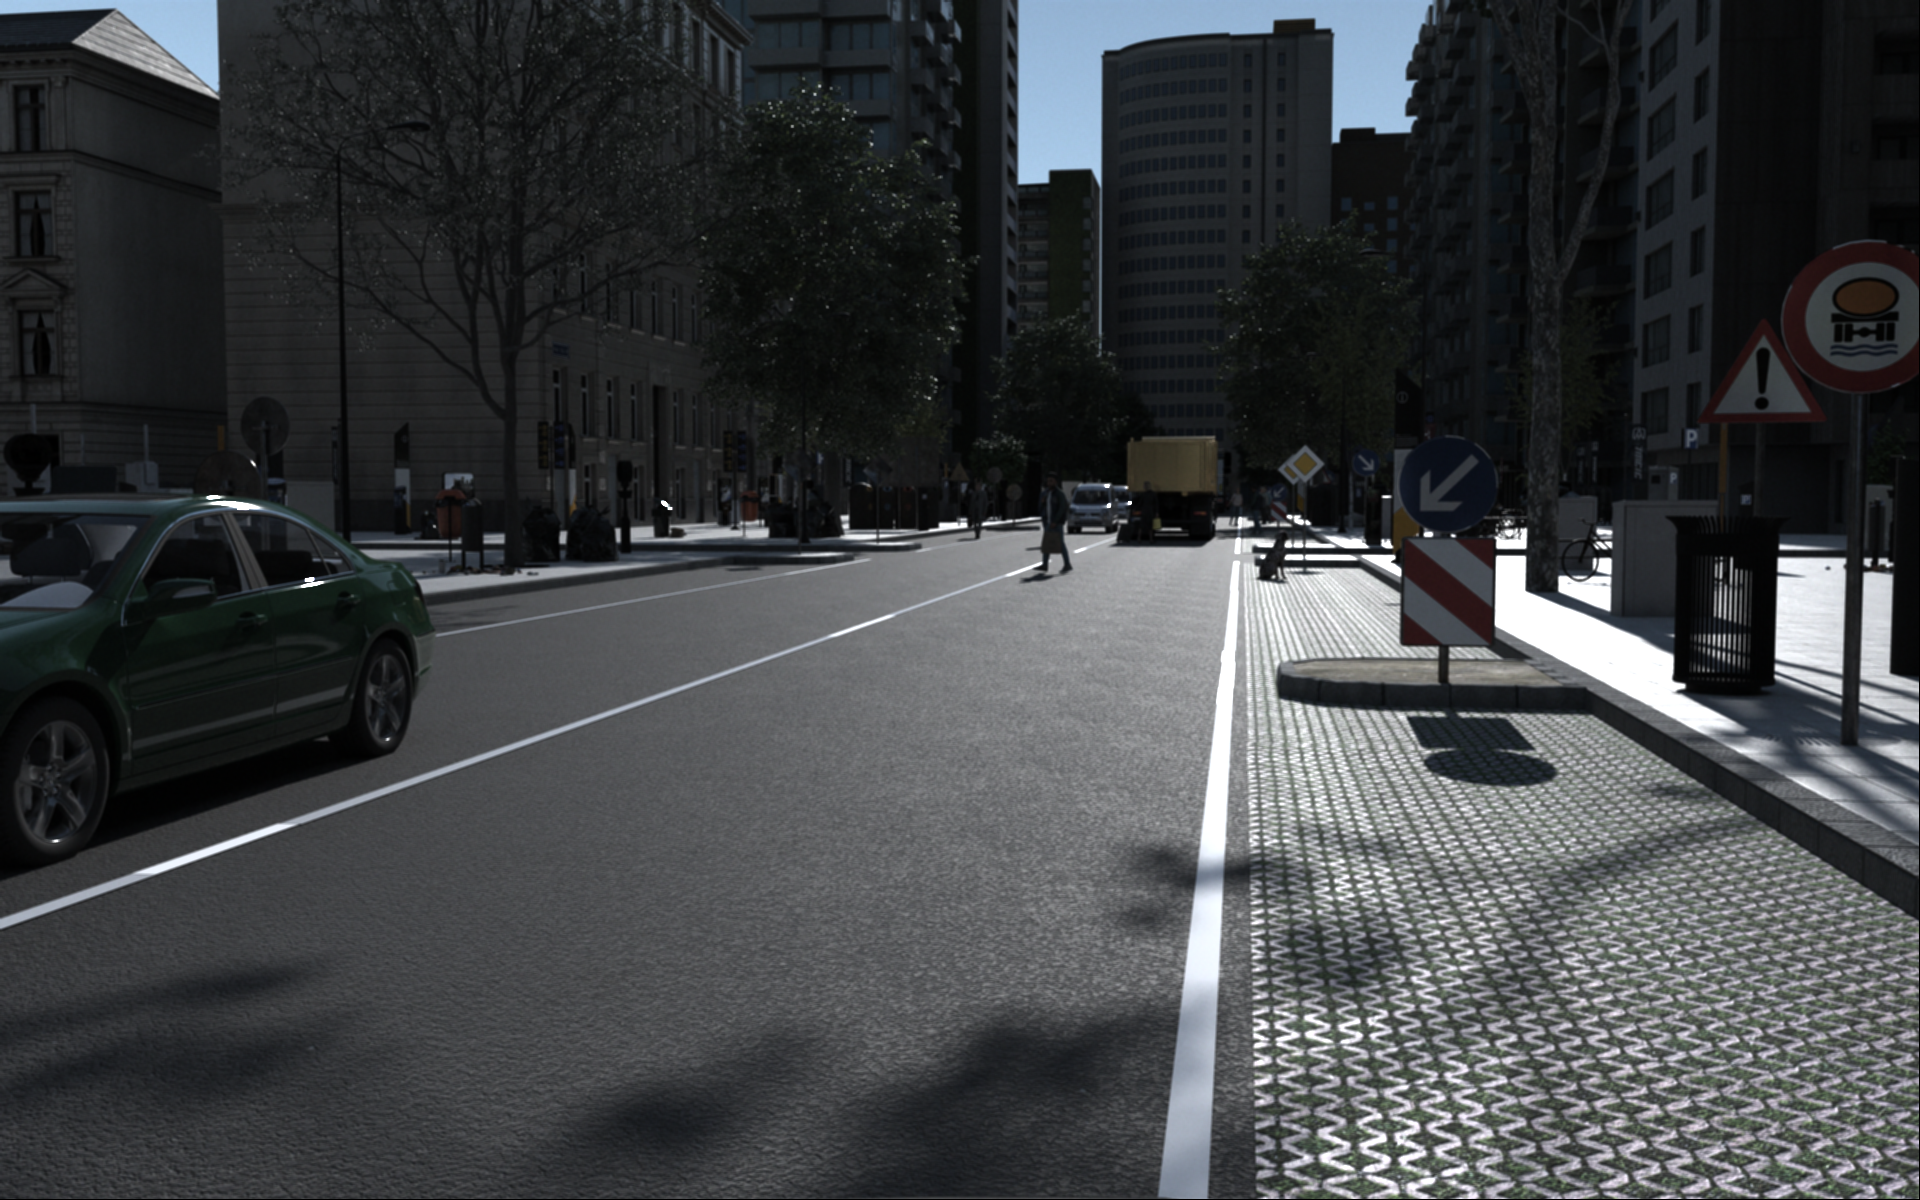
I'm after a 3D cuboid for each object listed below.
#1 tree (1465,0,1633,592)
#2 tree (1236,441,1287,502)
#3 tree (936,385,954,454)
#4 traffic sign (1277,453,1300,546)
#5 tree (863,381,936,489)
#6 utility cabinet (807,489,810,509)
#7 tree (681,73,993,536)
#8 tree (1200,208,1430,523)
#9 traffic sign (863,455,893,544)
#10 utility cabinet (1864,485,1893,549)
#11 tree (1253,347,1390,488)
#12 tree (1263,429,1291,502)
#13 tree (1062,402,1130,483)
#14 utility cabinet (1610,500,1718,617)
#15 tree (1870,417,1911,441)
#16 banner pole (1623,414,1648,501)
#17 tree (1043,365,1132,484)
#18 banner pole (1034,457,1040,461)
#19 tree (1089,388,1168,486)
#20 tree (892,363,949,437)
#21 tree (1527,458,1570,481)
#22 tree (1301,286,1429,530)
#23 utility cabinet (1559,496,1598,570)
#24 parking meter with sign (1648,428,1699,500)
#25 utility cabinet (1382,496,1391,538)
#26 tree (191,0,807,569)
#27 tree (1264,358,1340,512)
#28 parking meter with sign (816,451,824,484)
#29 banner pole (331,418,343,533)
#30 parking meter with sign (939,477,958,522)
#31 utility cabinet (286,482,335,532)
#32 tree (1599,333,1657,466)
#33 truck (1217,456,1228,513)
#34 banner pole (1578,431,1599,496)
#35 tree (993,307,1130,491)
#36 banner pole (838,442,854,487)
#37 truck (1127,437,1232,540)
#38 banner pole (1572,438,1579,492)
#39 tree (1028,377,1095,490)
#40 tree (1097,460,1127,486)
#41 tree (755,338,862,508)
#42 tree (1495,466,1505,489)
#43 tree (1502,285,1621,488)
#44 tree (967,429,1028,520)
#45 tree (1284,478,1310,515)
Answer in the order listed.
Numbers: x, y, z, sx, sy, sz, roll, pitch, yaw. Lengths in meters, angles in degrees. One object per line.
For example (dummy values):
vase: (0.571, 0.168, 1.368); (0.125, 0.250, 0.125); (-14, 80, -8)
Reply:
tree: (6.316, -10.135, 21.594); (12.611, 20.169, 13.585); (0, 3, 0)
tree: (34.893, -16.744, 190.766); (9.611, 12.733, 9.660); (0, 3, 0)
tree: (-2.498, -9.697, 108.907); (4.360, 8.622, 3.978); (0, 3, 0)
traffic sign: (8.242, -2.398, 42.844); (0.795, 2.450, 0.064); (1, 4, 9)
tree: (-4.263, -8.191, 84.278); (4.360, 8.622, 3.978); (0, 3, 0)
utility cabinet: (-6.537, -4.401, 80.633); (1.173, 1.500, 0.318); (-1, 4, -10)
tree: (-3.932, -8.957, 53.107); (9.857, 13.997, 8.962); (0, 3, 0)
tree: (15.910, -10.432, 77.226); (9.857, 13.997, 8.962); (0, 3, 0)
traffic sign: (-2.112, -2.502, 44.547); (0.795, 2.450, 0.064); (1, 4, 9)
utility cabinet: (21.085, -1.922, 40.101); (1.173, 1.500, 0.318); (-2, 4, -27)
tree: (20.854, -10.212, 101.374); (8.767, 10.594, 7.601); (1, 4, 13)
tree: (30.338, -13.096, 164.480); (4.360, 8.622, 3.978); (0, 3, 0)
tree: (11.655, -13.256, 151.145); (7.601, 10.594, 8.767); (2, 4, 27)
utility cabinet: (7.390, -0.431, 18.203); (1.020, 1.237, 0.306); (0, 4, -6)
tree: (23.448, -2.997, 43.608); (1.663, 3.219, 1.824); (0, 3, 0)
banner pole: (21.127, -3.937, 54.382); (0.863, 3.779, 0.401); (1, 4, 19)
tree: (9.863, -12.829, 135.502); (9.928, 11.665, 9.643); (0, 3, 0)
banner pole: (4.714, -7.131, 106.608); (0.401, 3.779, 0.863); (2, 4, 32)
tree: (18.324, -16.555, 187.678); (9.611, 12.733, 9.660); (0, 3, 0)
tree: (-2.714, -8.725, 93.016); (4.737, 8.622, 4.395); (0, 3, 0)
tree: (25.431, -4.924, 75.110); (1.663, 3.219, 1.824); (0, 3, 0)
tree: (14.094, -6.789, 61.358); (4.737, 8.622, 4.395); (0, 3, 0)
utility cabinet: (10.167, -1.110, 29.306); (1.020, 1.237, 0.306); (1, 4, 9)
parking meter with sign: (18.943, -3.081, 46.643); (0.543, 3.016, 1.738); (-2, 4, -27)
utility cabinet: (12.737, -2.408, 50.537); (1.020, 1.237, 0.306); (3, 4, 38)
tree: (-7.930, -7.304, 29.792); (12.009, 13.543, 11.850); (0, 3, 0)
tree: (24.831, -12.265, 126.293); (9.928, 11.665, 9.643); (0, 3, 0)
parking meter with sign: (-5.393, -4.564, 70.875); (0.543, 3.016, 1.738); (1, 4, 11)
banner pole: (-20.352, -4.074, 56.627); (0.401, 3.779, 0.863); (0, 4, 3)
parking meter with sign: (-0.895, -5.070, 79.161); (1.738, 3.016, 0.543); (2, 4, 35)
utility cabinet: (-11.769, -1.372, 31.104); (0.318, 1.500, 1.173); (1, 4, 22)
tree: (30.822, -7.755, 77.163); (4.360, 8.622, 3.978); (0, 3, 0)
truck: (19.249, -8.857, 133.722); (2.839, 4.237, 11.283); (1, 4, 9)
banner pole: (25.132, -4.822, 68.857); (0.401, 3.779, 0.863); (-1, 4, -13)
tree: (6.603, -12.891, 117.416); (9.857, 13.997, 8.962); (0, 3, 0)
banner pole: (-4.863, -5.080, 73.070); (0.863, 3.779, 0.401); (0, 4, -2)
truck: (7.157, -3.751, 57.259); (3.469, 3.379, 9.791); (1, 4, 10)
banner pole: (27.598, -5.345, 77.407); (0.863, 3.779, 0.401); (-1, 4, -17)
tree: (6.333, -9.761, 109.948); (4.360, 8.622, 3.978); (0, 3, 0)
tree: (14.324, -10.927, 162.373); (4.285, 4.588, 4.351); (0, 3, 0)
tree: (-7.253, -7.748, 77.045); (4.360, 8.622, 3.978); (0, 3, 0)
tree: (30.067, -6.312, 97.805); (1.663, 3.219, 1.824); (0, 3, 0)
tree: (21.496, -6.807, 61.650); (4.737, 8.622, 4.395); (0, 3, 0)
tree: (1.972, -6.336, 87.304); (4.285, 4.588, 4.351); (0, 3, 0)
tree: (20.661, -6.848, 106.568); (1.663, 3.219, 1.824); (0, 3, 0)
